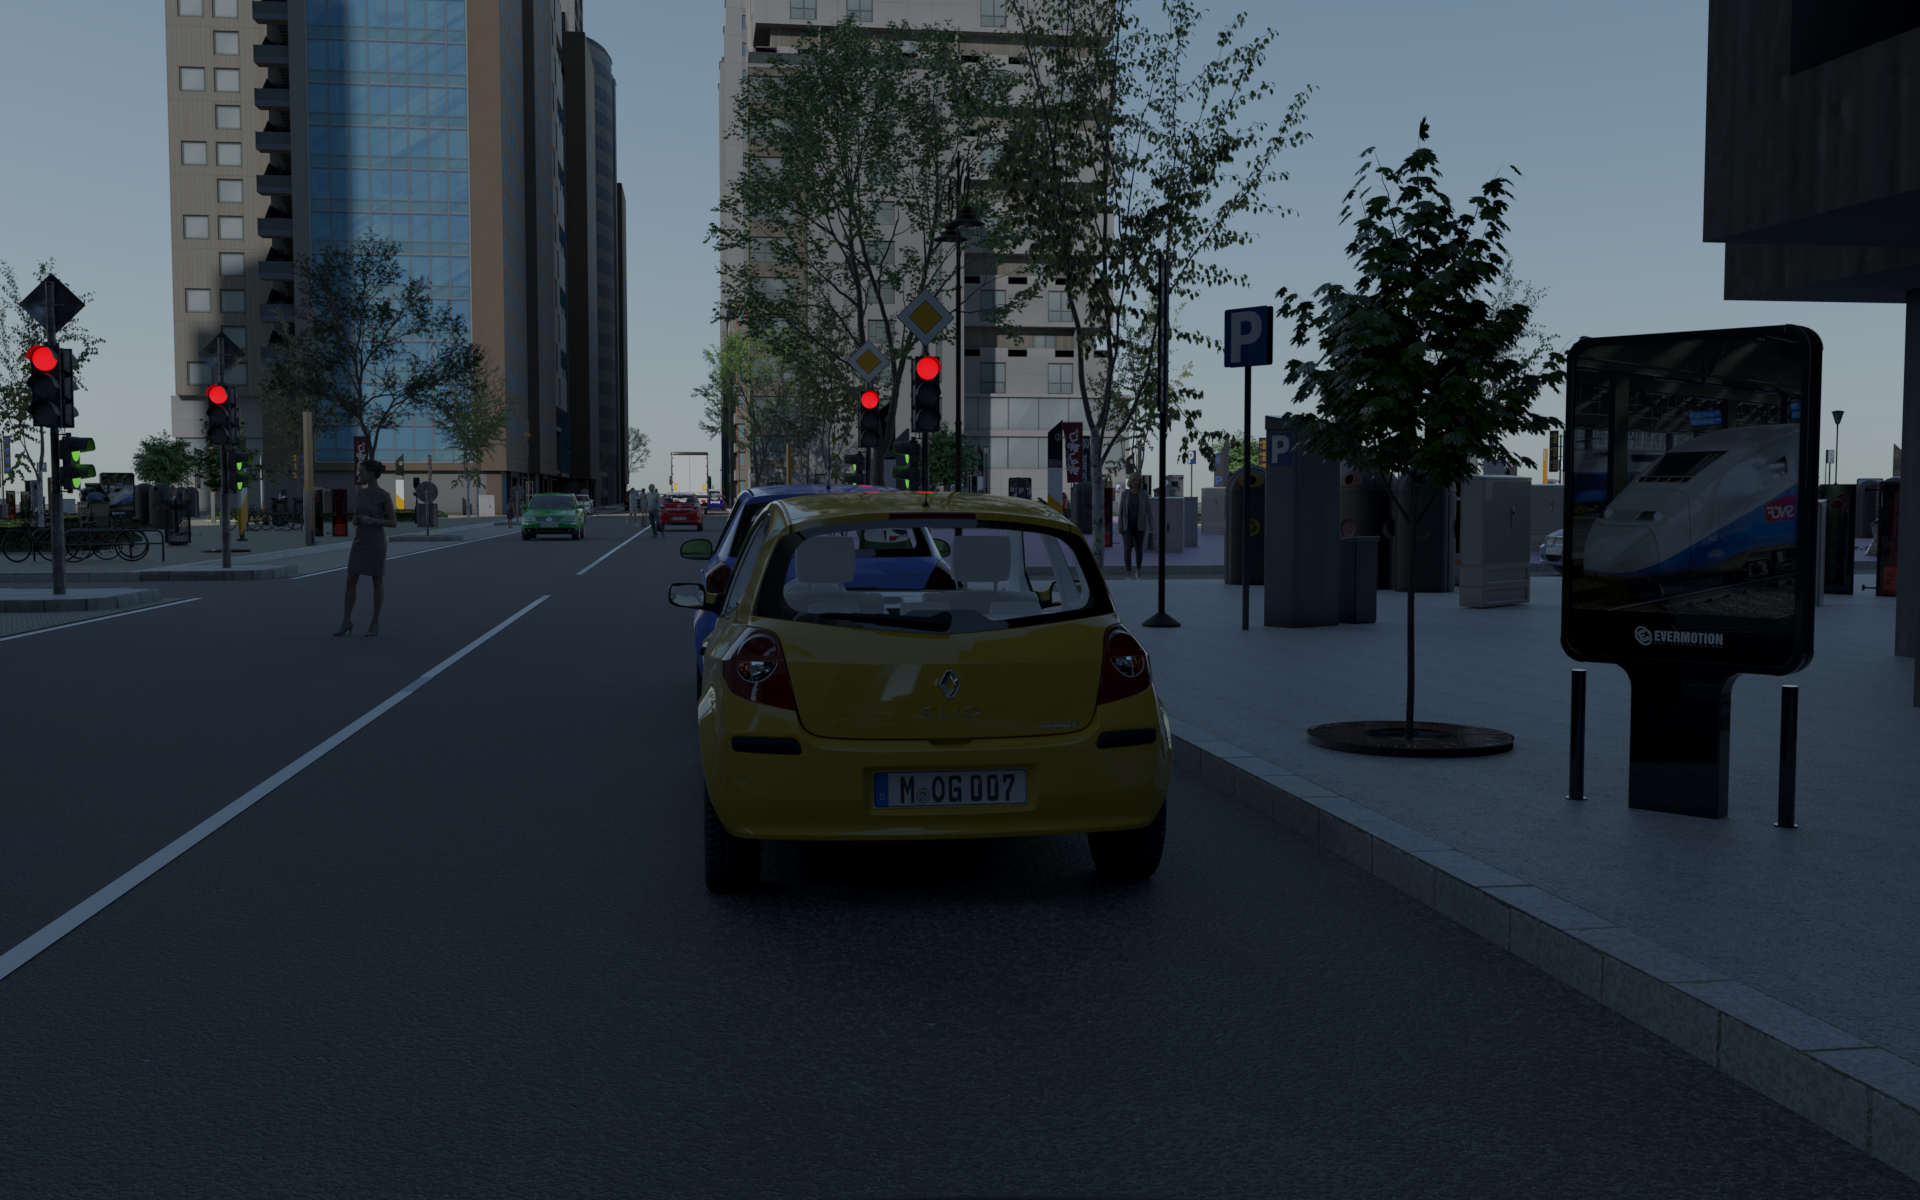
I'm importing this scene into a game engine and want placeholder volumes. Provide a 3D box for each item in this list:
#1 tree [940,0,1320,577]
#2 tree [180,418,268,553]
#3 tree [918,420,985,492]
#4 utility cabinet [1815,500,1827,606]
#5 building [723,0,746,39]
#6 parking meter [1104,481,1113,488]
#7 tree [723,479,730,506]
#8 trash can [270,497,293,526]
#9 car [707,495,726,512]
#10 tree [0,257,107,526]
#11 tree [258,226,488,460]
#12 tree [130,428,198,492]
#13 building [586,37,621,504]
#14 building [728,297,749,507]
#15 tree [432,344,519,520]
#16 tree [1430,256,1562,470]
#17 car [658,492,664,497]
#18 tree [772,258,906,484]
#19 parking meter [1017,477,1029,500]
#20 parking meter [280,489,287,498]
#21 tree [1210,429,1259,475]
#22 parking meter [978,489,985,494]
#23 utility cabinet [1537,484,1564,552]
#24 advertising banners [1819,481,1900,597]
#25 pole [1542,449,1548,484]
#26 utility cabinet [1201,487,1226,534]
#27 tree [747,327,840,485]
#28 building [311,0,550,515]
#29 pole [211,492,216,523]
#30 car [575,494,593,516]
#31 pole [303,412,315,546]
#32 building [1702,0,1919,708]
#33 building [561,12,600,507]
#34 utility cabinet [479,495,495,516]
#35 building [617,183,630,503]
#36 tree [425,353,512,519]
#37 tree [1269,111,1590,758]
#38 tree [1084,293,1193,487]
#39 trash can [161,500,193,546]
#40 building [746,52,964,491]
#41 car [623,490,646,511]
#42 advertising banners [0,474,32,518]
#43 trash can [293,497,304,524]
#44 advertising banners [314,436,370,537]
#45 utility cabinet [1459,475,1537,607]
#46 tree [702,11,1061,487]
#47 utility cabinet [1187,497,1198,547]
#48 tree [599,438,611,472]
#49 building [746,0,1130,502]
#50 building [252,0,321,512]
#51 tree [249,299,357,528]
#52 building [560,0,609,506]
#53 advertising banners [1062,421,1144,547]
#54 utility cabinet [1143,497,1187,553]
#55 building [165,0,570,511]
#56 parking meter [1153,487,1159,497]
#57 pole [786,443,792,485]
[{"bbox_3d":[1.668,-4.242,19.722,4.360,8.622,3.978,0,3,0],"label":"tree"},{"bbox_3d":[-16.197,-2.666,38.189,1.663,3.219,1.824,0,3,0],"label":"tree"},{"bbox_3d":[-0.589,-5.593,75.157,4.285,4.588,4.351,0,3,0],"label":"tree"},{"bbox_3d":[9.474,-0.550,20.148,1.020,1.237,0.306,3,4,36],"label":"utility cabinet"},{"bbox_3d":[-17.588,-40.760,208.416,21.231,58.520,28.212,-1,4,-9],"label":"building"},{"bbox_3d":[6.654,-4.421,77.999,0.399,1.863,0.255,3,5,43],"label":"parking meter"},{"bbox_3d":[-25.134,-11.879,188.816,1.663,3.219,1.824,0,3,0],"label":"tree"},{"bbox_3d":[-27.070,-3.503,68.923,0.748,1.137,0.748,0,3,0],"label":"trash can"},{"bbox_3d":[-20.130,-7.916,142.013,1.945,1.354,3.894,-1,4,-10],"label":"car"},{"bbox_3d":[-28.512,-6.278,53.007,4.737,8.622,4.395,0,3,0],"label":"tree"},{"bbox_3d":[-20.124,-7.665,59.742,8.767,10.594,7.601,0,4,5],"label":"tree"},{"bbox_3d":[-39.691,-6.289,86.534,4.285,4.588,4.351,0,3,0],"label":"tree"},{"bbox_3d":[-54.548,-41.415,219.141,21.231,58.520,28.212,-1,4,-9],"label":"building"},{"bbox_3d":[-8.334,-19.790,168.610,27.650,21.520,28.899,-1,4,-9],"label":"building"},{"bbox_3d":[-23.770,-8.198,84.394,4.737,8.622,4.395,0,3,0],"label":"tree"},{"bbox_3d":[15.986,-6.268,52.848,4.360,8.622,3.978,0,3,0],"label":"tree"},{"bbox_3d":[-28.014,-9.250,160.834,1.945,1.707,3.694,-1,4,-9],"label":"car"},{"bbox_3d":[-3.910,-6.374,54.585,4.737,8.622,4.395,0,3,0],"label":"tree"},{"bbox_3d":[2.153,-3.277,59.293,0.399,1.863,0.255,1,4,22],"label":"parking meter"},{"bbox_3d":[-37.516,-5.360,96.040,0.372,1.533,0.369,0,3,0],"label":"parking meter"},{"bbox_3d":[14.079,-6.317,87.004,4.285,4.588,4.351,0,3,0],"label":"tree"},{"bbox_3d":[0.946,-4.373,79.904,0.372,1.533,0.369,0,3,0],"label":"parking meter"},{"bbox_3d":[12.798,-1.779,37.772,1.173,1.500,0.318,2,4,23],"label":"utility cabinet"},{"bbox_3d":[11.657,-1.550,21.531,0.090,3.025,2.074,-3,4,-38],"label":"advertising banners"},{"bbox_3d":[26.197,-5.121,77.579,0.158,3.312,0.155,0,3,0],"label":"pole"},{"bbox_3d":[8.207,-2.856,55.380,0.318,1.500,1.173,-2,4,-34],"label":"utility cabinet"},{"bbox_3d":[-6.934,-7.663,75.656,4.360,8.622,3.978,0,3,0],"label":"tree"},{"bbox_3d":[-36.618,-28.944,123.342,14.600,45.320,14.200,-1,4,-9],"label":"building"},{"bbox_3d":[-32.665,-5.006,75.698,0.158,3.312,0.155,0,3,0],"label":"pole"},{"bbox_3d":[-25.672,-6.397,116.600,2.014,1.417,4.499,-1,4,-9],"label":"car"},{"bbox_3d":[-16.188,-3.010,43.061,0.158,3.312,0.155,0,3,0],"label":"pole"},{"bbox_3d":[11.459,-14.417,7.426,14.160,30.474,14.107,-1,4,-9],"label":"building"},{"bbox_3d":[-42.045,-31.489,164.947,14.600,45.320,14.200,-1,4,-9],"label":"building"},{"bbox_3d":[-27.661,-5.500,101.083,0.306,1.237,1.020,3,5,39],"label":"utility cabinet"},{"bbox_3d":[-53.624,-36.165,241.401,14.600,45.320,14.200,-1,4,-9],"label":"building"},{"bbox_3d":[-25.353,-8.547,90.106,4.360,8.622,3.978,0,3,0],"label":"tree"},{"bbox_3d":[2.447,-0.871,8.843,1.663,3.219,1.824,0,3,0],"label":"tree"},{"bbox_3d":[6.357,-6.828,62.008,4.737,8.622,4.395,0,3,0],"label":"tree"},{"bbox_3d":[-19.488,-1.925,43.134,0.748,1.137,0.748,0,3,0],"label":"trash can"},{"bbox_3d":[-7.497,-21.178,117.969,14.160,30.474,14.107,-1,4,-9],"label":"building"},{"bbox_3d":[-28.072,-8.661,150.282,2.281,1.827,5.304,-1,4,-10],"label":"car"},{"bbox_3d":[-41.774,-4.896,76.234,0.090,3.025,2.074,1,4,19],"label":"advertising banners"},{"bbox_3d":[-28.316,-3.841,74.448,0.748,1.137,0.748,0,3,0],"label":"trash can"},{"bbox_3d":[-18.721,-3.422,52.143,2.074,3.025,0.090,0,4,6],"label":"advertising banners"},{"bbox_3d":[6.129,-0.678,19.768,0.318,1.500,1.173,3,5,43],"label":"utility cabinet"},{"bbox_3d":[-1.613,-6.779,36.598,9.928,11.665,9.643,0,3,0],"label":"tree"},{"bbox_3d":[5.248,-1.888,42.036,1.020,1.237,0.306,-1,4,-17],"label":"utility cabinet"},{"bbox_3d":[-38.200,-13.886,177.398,4.360,8.622,3.978,0,3,0],"label":"tree"},{"bbox_3d":[-3.207,-33.621,138.936,28.713,52.752,27.495,-1,4,-9],"label":"building"},{"bbox_3d":[-35.241,-28.080,109.215,14.600,45.320,14.200,-1,4,-9],"label":"building"},{"bbox_3d":[-24.991,-7.066,65.890,4.360,8.622,3.978,0,3,0],"label":"tree"},{"bbox_3d":[-50.528,-46.254,194.507,20.563,71.187,20.611,-1,4,-9],"label":"building"},{"bbox_3d":[3.473,-2.785,41.725,2.074,3.025,0.090,1,4,10],"label":"advertising banners"},{"bbox_3d":[4.392,-1.640,37.970,1.020,1.237,0.306,1,4,16],"label":"utility cabinet"},{"bbox_3d":[-47.103,-33.843,142.576,28.713,52.752,27.495,-1,4,-9],"label":"building"},{"bbox_3d":[6.221,-2.802,54.221,0.372,1.533,0.369,0,3,0],"label":"parking meter"},{"bbox_3d":[-6.889,-4.646,69.812,0.158,3.312,0.155,0,3,0],"label":"pole"}]
